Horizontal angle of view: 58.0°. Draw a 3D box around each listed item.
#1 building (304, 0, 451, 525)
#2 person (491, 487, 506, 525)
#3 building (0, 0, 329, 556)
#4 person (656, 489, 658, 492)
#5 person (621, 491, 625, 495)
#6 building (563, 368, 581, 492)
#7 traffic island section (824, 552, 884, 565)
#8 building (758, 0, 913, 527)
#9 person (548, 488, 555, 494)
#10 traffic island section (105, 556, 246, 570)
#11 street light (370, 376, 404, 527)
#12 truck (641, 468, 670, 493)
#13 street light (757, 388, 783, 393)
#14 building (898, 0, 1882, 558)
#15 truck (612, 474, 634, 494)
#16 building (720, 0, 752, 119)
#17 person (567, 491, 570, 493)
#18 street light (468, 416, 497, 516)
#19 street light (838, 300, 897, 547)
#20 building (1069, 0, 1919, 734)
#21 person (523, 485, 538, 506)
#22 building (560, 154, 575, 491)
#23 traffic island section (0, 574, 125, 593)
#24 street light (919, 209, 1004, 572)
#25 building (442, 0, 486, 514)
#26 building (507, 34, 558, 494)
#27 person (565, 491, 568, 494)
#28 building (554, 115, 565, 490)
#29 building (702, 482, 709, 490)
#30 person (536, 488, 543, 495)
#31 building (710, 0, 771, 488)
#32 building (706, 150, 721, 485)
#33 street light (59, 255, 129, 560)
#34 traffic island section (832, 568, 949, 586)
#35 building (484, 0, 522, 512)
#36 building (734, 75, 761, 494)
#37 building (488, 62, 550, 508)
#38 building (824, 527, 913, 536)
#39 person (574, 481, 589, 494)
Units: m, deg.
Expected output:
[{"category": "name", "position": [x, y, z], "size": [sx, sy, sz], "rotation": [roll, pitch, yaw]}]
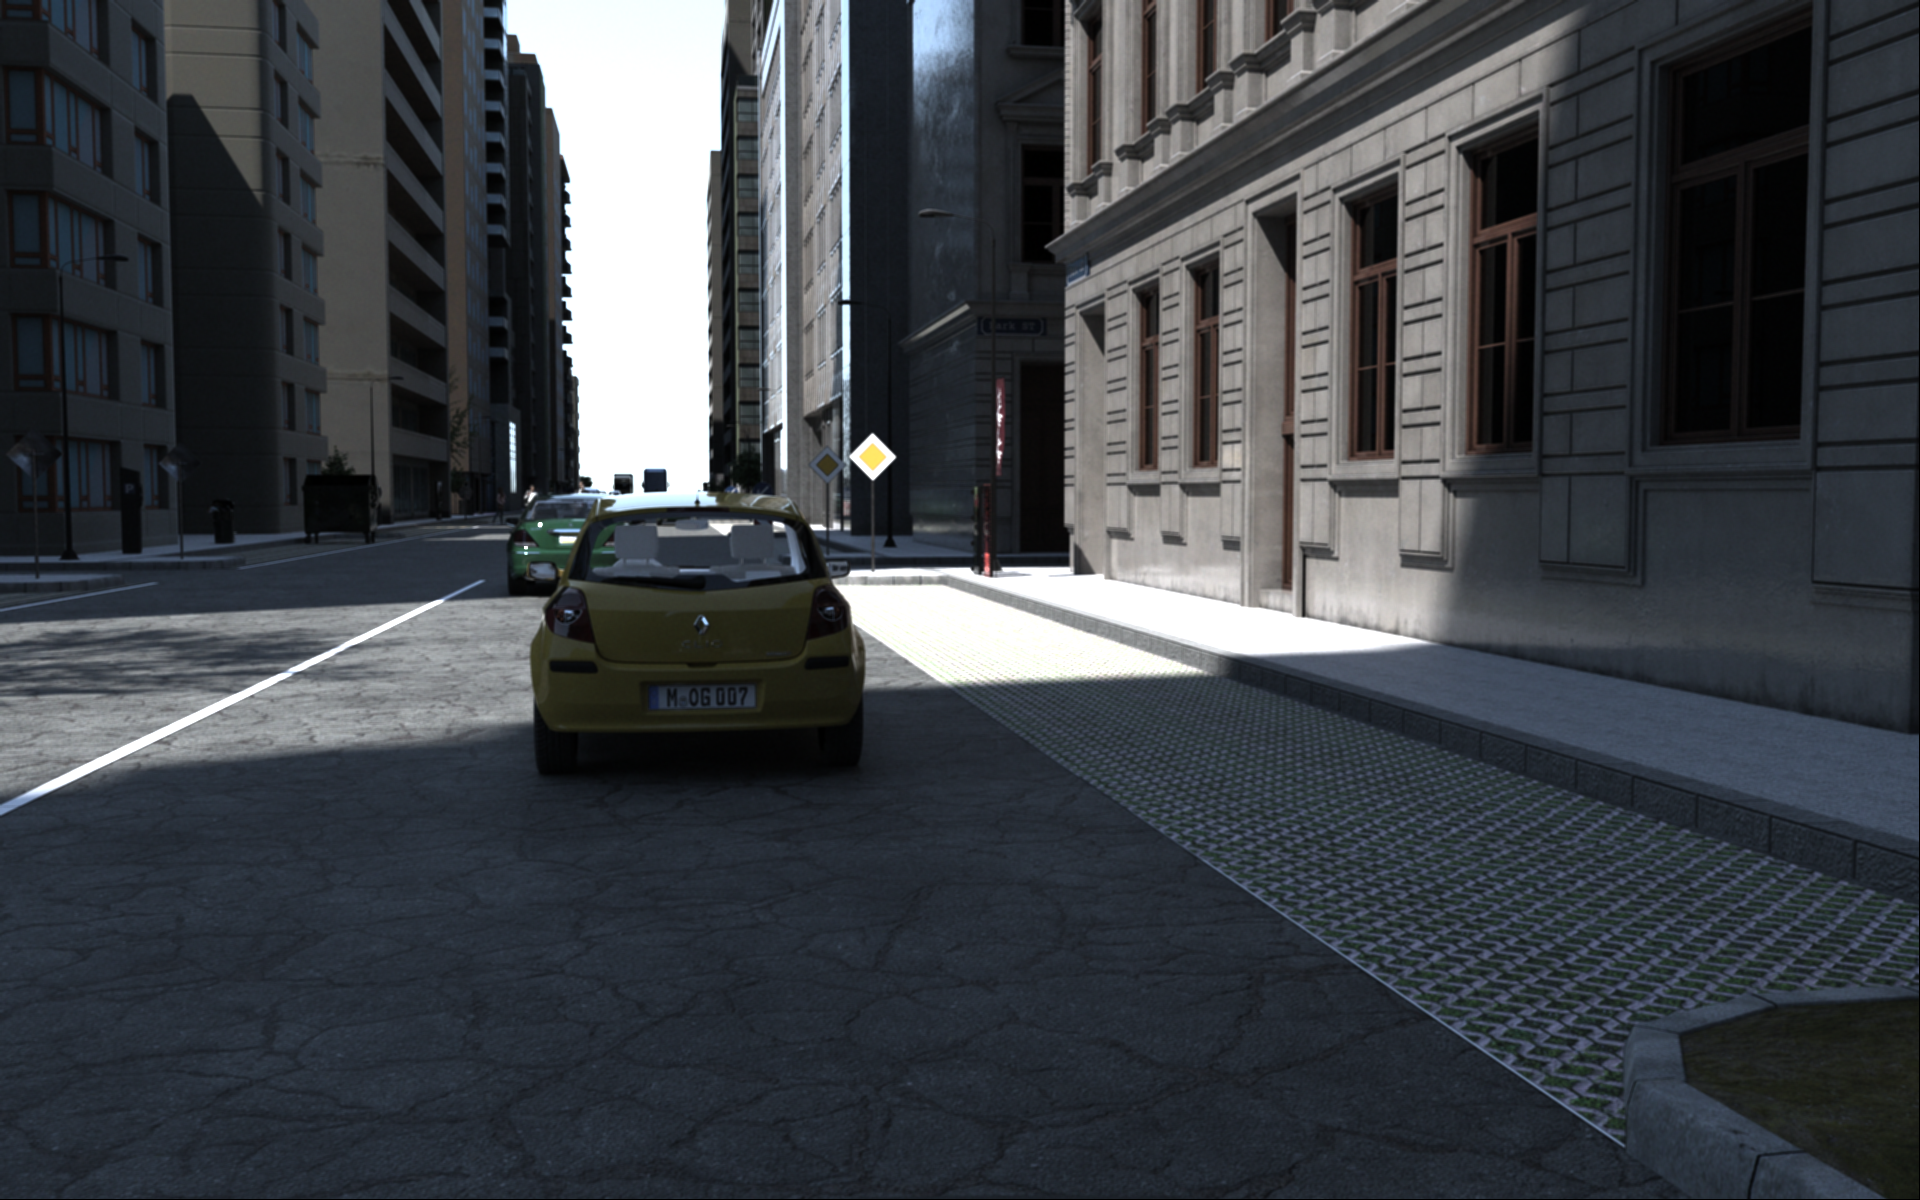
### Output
[{"category": "building", "position": [-36.140, -27.891, 79.725], "size": [21.300, 48.544, 21.600], "rotation": [-1, 4, -10]}, {"category": "person", "position": [-21.052, -4.280, 79.063], "size": [0.643, 1.750, 0.593], "rotation": [0, 3, 0]}, {"category": "building", "position": [-34.607, -12.361, 47.146], "size": [27.650, 21.520, 28.899], "rotation": [-1, 4, -10]}, {"category": "person", "position": [-25.237, -8.311, 144.345], "size": [1.348, 1.831, 0.705], "rotation": [-1, 4, -20]}, {"category": "person", "position": [-40.295, -12.174, 207.635], "size": [1.350, 1.814, 0.705], "rotation": [-3, 5, -44]}, {"category": "building", "position": [-68.504, -24.448, 244.756], "size": [27.650, 21.520, 28.899], "rotation": [-1, 4, -10]}, {"category": "traffic island section", "position": [-2.748, -0.856, 36.283], "size": [2.009, 0.180, 2.903], "rotation": [-1, 4, -10]}, {"category": "building", "position": [-3.111, -16.257, 83.825], "size": [12.078, 24.808, 19.932], "rotation": [-1, 4, -10]}, {"category": "person", "position": [-26.747, -6.422, 113.581], "size": [1.350, 1.814, 0.705], "rotation": [1, 4, 9]}, {"category": "traffic island section", "position": [-15.359, -0.726, 34.146], "size": [2.009, 0.180, 2.903], "rotation": [-1, 4, -10]}, {"category": "street light", "position": [-22.639, -5.863, 68.407], "size": [1.470, 5.913, 1.316], "rotation": [-1, 4, -10]}, {"category": "truck", "position": [-30.720, -11.300, 174.509], "size": [2.967, 4.110, 18.799], "rotation": [-1, 4, -10]}, {"category": "street light", "position": [-8.182, -6.324, 75.946], "size": [1.470, 5.913, 1.316], "rotation": [-1, 4, -10]}, {"category": "building", "position": [9.156, -12.634, 42.720], "size": [21.152, 22.565, 11.583], "rotation": [-1, 4, -10]}, {"category": "truck", "position": [-46.474, -15.310, 239.231], "size": [2.839, 4.237, 11.283], "rotation": [-1, 4, -9]}, {"category": "building", "position": [-11.209, -32.934, 162.170], "size": [21.300, 48.544, 21.600], "rotation": [-1, 4, -10]}, {"category": "person", "position": [-33.711, -8.589, 149.718], "size": [1.217, 1.735, 0.721], "rotation": [3, 4, 36]}, {"category": "street light", "position": [-28.591, -7.988, 103.139], "size": [1.470, 5.913, 1.316], "rotation": [-1, 4, -10]}, {"category": "street light", "position": [-2.227, -4.225, 41.624], "size": [1.470, 5.913, 1.316], "rotation": [-1, 4, -10]}, {"category": "building", "position": [8.311, -11.181, 18.966], "size": [11.583, 22.565, 21.152], "rotation": [-1, 4, -10]}, {"category": "person", "position": [-18.911, -4.143, 76.334], "size": [0.679, 1.850, 0.850], "rotation": [-1, 4, -11]}, {"category": "building", "position": [-59.981, -34.350, 216.251], "size": [22.147, 44.769, 28.867], "rotation": [-1, 4, -10]}, {"category": "traffic island section", "position": [-14.017, -0.244, 26.274], "size": [2.009, 0.180, 2.903], "rotation": [-1, 4, -10]}, {"category": "street light", "position": [0.018, -3.424, 28.527], "size": [1.470, 5.913, 1.316], "rotation": [-1, 4, -10]}, {"category": "building", "position": [-38.963, -28.366, 113.901], "size": [14.600, 45.320, 14.200], "rotation": [-1, 4, -10]}, {"category": "building", "position": [-48.545, -31.954, 172.556], "size": [14.600, 45.320, 14.200], "rotation": [-1, 4, -10]}, {"category": "person", "position": [-33.467, -8.441, 147.316], "size": [0.445, 1.727, 0.742], "rotation": [0, 4, -3]}, {"category": "building", "position": [-52.397, -33.371, 195.719], "size": [14.600, 45.320, 14.200], "rotation": [-1, 4, -10]}, {"category": "building", "position": [-22.289, -34.652, 258.440], "size": [32.217, 40.220, 23.993], "rotation": [-1, 4, -10]}, {"category": "person", "position": [-24.624, -5.659, 101.123], "size": [0.635, 1.810, 0.391], "rotation": [2, 4, 24]}, {"category": "building", "position": [-20.258, -47.339, 212.250], "size": [20.563, 71.187, 20.611], "rotation": [-1, 4, -10]}, {"category": "building", "position": [-23.055, -37.317, 233.835], "size": [21.300, 48.544, 21.600], "rotation": [-1, 4, -10]}, {"category": "street light", "position": [-16.819, -3.738, 33.654], "size": [1.470, 5.913, 1.316], "rotation": [-1, 4, -10]}, {"category": "traffic island section", "position": [-1.407, -0.375, 28.411], "size": [2.009, 0.180, 2.903], "rotation": [-1, 4, -10]}, {"category": "building", "position": [-45.778, -50.272, 134.625], "size": [22.319, 86.520, 31.000], "rotation": [-1, 4, -10]}, {"category": "building", "position": [-9.112, -21.552, 124.084], "size": [14.160, 30.474, 14.107], "rotation": [-1, 4, -10]}, {"category": "building", "position": [-45.564, -29.069, 158.867], "size": [14.154, 41.232, 14.086], "rotation": [-1, 4, -10]}, {"category": "building", "position": [0.894, -15.003, 63.329], "size": [12.078, 24.808, 19.932], "rotation": [-1, 4, -10]}, {"category": "person", "position": [-13.546, -3.300, 61.813], "size": [0.648, 1.900, 0.474], "rotation": [-1, 4, -18]}]
